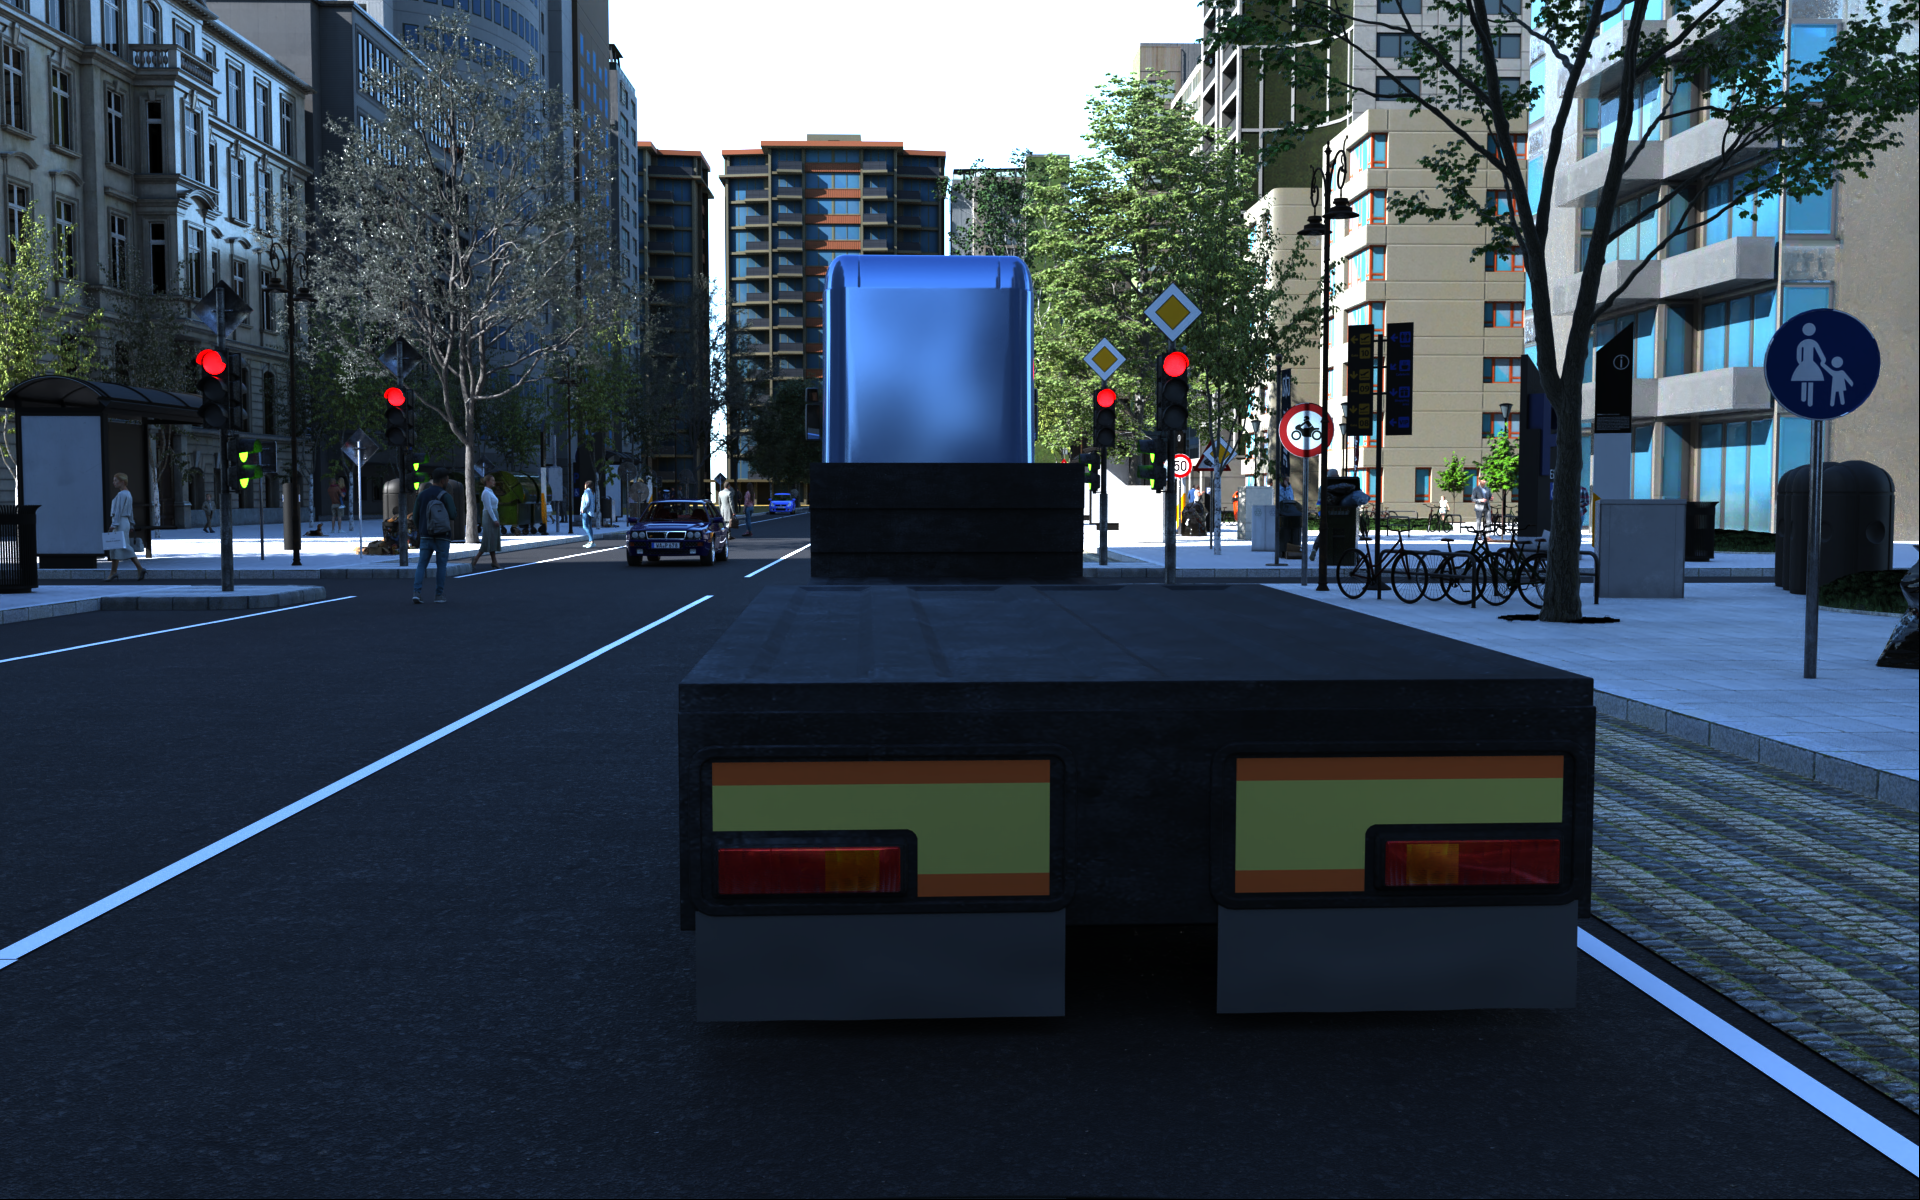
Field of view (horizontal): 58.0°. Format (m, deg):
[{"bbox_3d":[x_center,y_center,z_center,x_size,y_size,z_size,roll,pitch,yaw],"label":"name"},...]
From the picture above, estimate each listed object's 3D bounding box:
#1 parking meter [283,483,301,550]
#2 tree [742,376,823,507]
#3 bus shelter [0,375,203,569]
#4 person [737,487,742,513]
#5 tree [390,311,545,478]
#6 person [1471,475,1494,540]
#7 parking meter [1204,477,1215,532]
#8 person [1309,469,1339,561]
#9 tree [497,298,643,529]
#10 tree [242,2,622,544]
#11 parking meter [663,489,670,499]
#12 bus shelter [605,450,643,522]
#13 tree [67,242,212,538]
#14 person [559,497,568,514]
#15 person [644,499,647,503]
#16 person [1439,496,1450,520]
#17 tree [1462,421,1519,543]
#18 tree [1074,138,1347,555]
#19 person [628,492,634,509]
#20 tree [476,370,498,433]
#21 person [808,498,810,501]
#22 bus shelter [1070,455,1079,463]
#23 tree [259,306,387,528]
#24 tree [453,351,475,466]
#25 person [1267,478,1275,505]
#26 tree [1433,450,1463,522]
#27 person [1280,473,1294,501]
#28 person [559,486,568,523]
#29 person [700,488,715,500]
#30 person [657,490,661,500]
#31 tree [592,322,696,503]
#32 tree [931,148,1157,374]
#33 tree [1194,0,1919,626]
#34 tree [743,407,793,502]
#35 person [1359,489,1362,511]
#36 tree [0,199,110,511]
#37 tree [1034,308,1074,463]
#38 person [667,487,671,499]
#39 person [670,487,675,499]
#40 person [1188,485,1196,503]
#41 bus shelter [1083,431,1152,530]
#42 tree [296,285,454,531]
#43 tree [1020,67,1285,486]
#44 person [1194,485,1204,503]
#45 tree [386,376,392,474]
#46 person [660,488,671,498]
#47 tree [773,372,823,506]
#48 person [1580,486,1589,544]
[{"bbox_3d":[-15.339,-1.918,39.764,0.372,1.533,0.369,0,3,0],"label":"parking meter"},{"bbox_3d":[-16.243,-15.361,168.155,9.611,12.733,9.660,0,3,0],"label":"tree"},{"bbox_3d":[-15.489,-2.342,32.210,2.014,3.302,5.546,0,4,-2],"label":"bus shelter"},{"bbox_3d":[-15.235,-6.801,117.766,0.617,1.759,0.750,2,4,32],"label":"person"},{"bbox_3d":[-18.756,-7.092,66.314,4.360,8.622,3.978,0,3,0],"label":"tree"},{"bbox_3d":[14.486,-2.547,47.882,0.606,1.804,0.583,-1,4,-14],"label":"person"},{"bbox_3d":[8.509,-3.243,58.734,0.399,1.863,0.255,2,4,35],"label":"parking meter"},{"bbox_3d":[7.085,-1.620,33.018,0.515,1.767,0.782,-2,4,-34],"label":"person"},{"bbox_3d":[-13.290,-6.861,62.536,4.737,8.622,4.395,0,3,0],"label":"tree"},{"bbox_3d":[-12.736,-8.197,44.392,12.009,13.543,11.850,0,3,0],"label":"tree"},{"bbox_3d":[-16.179,-5.327,95.515,0.372,1.533,0.369,0,3,0],"label":"parking meter"},{"bbox_3d":[-16.325,-5.374,81.795,2.014,3.302,5.546,0,4,-2],"label":"bus shelter"},{"bbox_3d":[-23.568,-6.117,50.381,4.360,8.622,3.978,0,3,0],"label":"tree"},{"bbox_3d":[-26.215,-6.546,113.786,0.721,1.736,1.217,2,4,34],"label":"person"},{"bbox_3d":[-31.014,-10.098,171.676,0.750,1.759,0.617,1,4,23],"label":"person"},{"bbox_3d":[20.950,-3.905,74.908,0.505,1.210,0.382,2,4,35],"label":"person"},{"bbox_3d":[14.411,-3.136,45.879,1.663,3.219,1.824,0,3,0],"label":"tree"},{"bbox_3d":[5.582,-5.244,36.105,4.737,8.622,4.395,0,3,0],"label":"tree"},{"bbox_3d":[-26.925,-8.259,141.753,0.551,1.740,0.621,-2,4,-35],"label":"person"},{"bbox_3d":[-25.146,-8.217,84.710,4.737,8.622,4.395,0,3,0],"label":"tree"},{"bbox_3d":[-11.671,-7.820,136.366,0.705,1.823,1.348,-1,4,-21],"label":"person"},{"bbox_3d":[6.341,-5.345,81.310,2.014,3.302,5.546,0,4,-2],"label":"bus shelter"},{"bbox_3d":[-24.789,-7.081,66.144,4.360,8.622,3.978,0,3,0],"label":"tree"},{"bbox_3d":[-24.608,-7.748,77.040,4.737,8.622,4.395,0,3,0],"label":"tree"},{"bbox_3d":[10.045,-3.068,56.473,0.850,1.792,0.678,-3,5,-40],"label":"person"},{"bbox_3d":[21.959,-5.042,77.042,1.663,3.219,1.824,0,3,0],"label":"tree"},{"bbox_3d":[7.687,-2.119,40.955,0.793,1.790,0.793,0,4,-1],"label":"person"},{"bbox_3d":[-17.822,-4.381,77.473,0.447,1.846,0.655,-3,5,-44],"label":"person"},{"bbox_3d":[-20.434,-8.221,140.465,1.348,1.822,0.705,1,4,23],"label":"person"},{"bbox_3d":[-30.957,-10.475,178.228,0.530,1.710,0.541,2,4,31],"label":"person"},{"bbox_3d":[-13.692,-7.570,74.128,4.360,8.622,3.978,0,3,0],"label":"tree"},{"bbox_3d":[4.236,-14.502,92.992,12.611,20.169,13.585,0,3,0],"label":"tree"},{"bbox_3d":[5.966,-5.581,17.000,9.928,11.665,9.643,0,3,0],"label":"tree"},{"bbox_3d":[-15.250,-11.534,138.935,4.360,8.622,3.978,0,3,0],"label":"tree"},{"bbox_3d":[17.217,-4.220,75.221,0.721,1.800,0.419,-2,4,-30],"label":"person"},{"bbox_3d":[-23.886,-5.721,43.895,4.737,8.622,4.395,0,3,0],"label":"tree"},{"bbox_3d":[3.825,-7.142,67.127,4.737,8.622,4.395,0,3,0],"label":"tree"},{"bbox_3d":[-22.671,-7.868,134.648,0.705,1.831,1.348,-1,4,-16],"label":"person"},{"bbox_3d":[-19.815,-6.939,119.946,0.683,1.767,0.568,1,4,20],"label":"person"},{"bbox_3d":[12.746,-5.381,94.210,0.721,1.800,0.419,1,4,11],"label":"person"},{"bbox_3d":[5.431,-3.965,58.748,2.014,3.302,5.546,0,4,-2],"label":"bus shelter"},{"bbox_3d":[-21.147,-6.727,60.354,4.737,8.622,4.395,0,3,0],"label":"tree"},{"bbox_3d":[5.145,-7.871,46.826,7.486,12.596,7.792,0,3,0],"label":"tree"},{"bbox_3d":[12.770,-5.246,92.173,0.532,1.782,0.716,-1,4,-13],"label":"person"},{"bbox_3d":[-23.402,-7.477,72.606,4.360,8.622,3.978,0,3,0],"label":"tree"},{"bbox_3d":[-21.927,-7.535,129.919,1.217,1.739,0.721,-1,4,-10],"label":"person"},{"bbox_3d":[-17.154,-16.819,181.650,9.857,13.997,8.962,0,3,0],"label":"tree"},{"bbox_3d":[12.972,-1.809,36.459,0.643,1.720,0.563,-3,4,-36],"label":"person"}]
